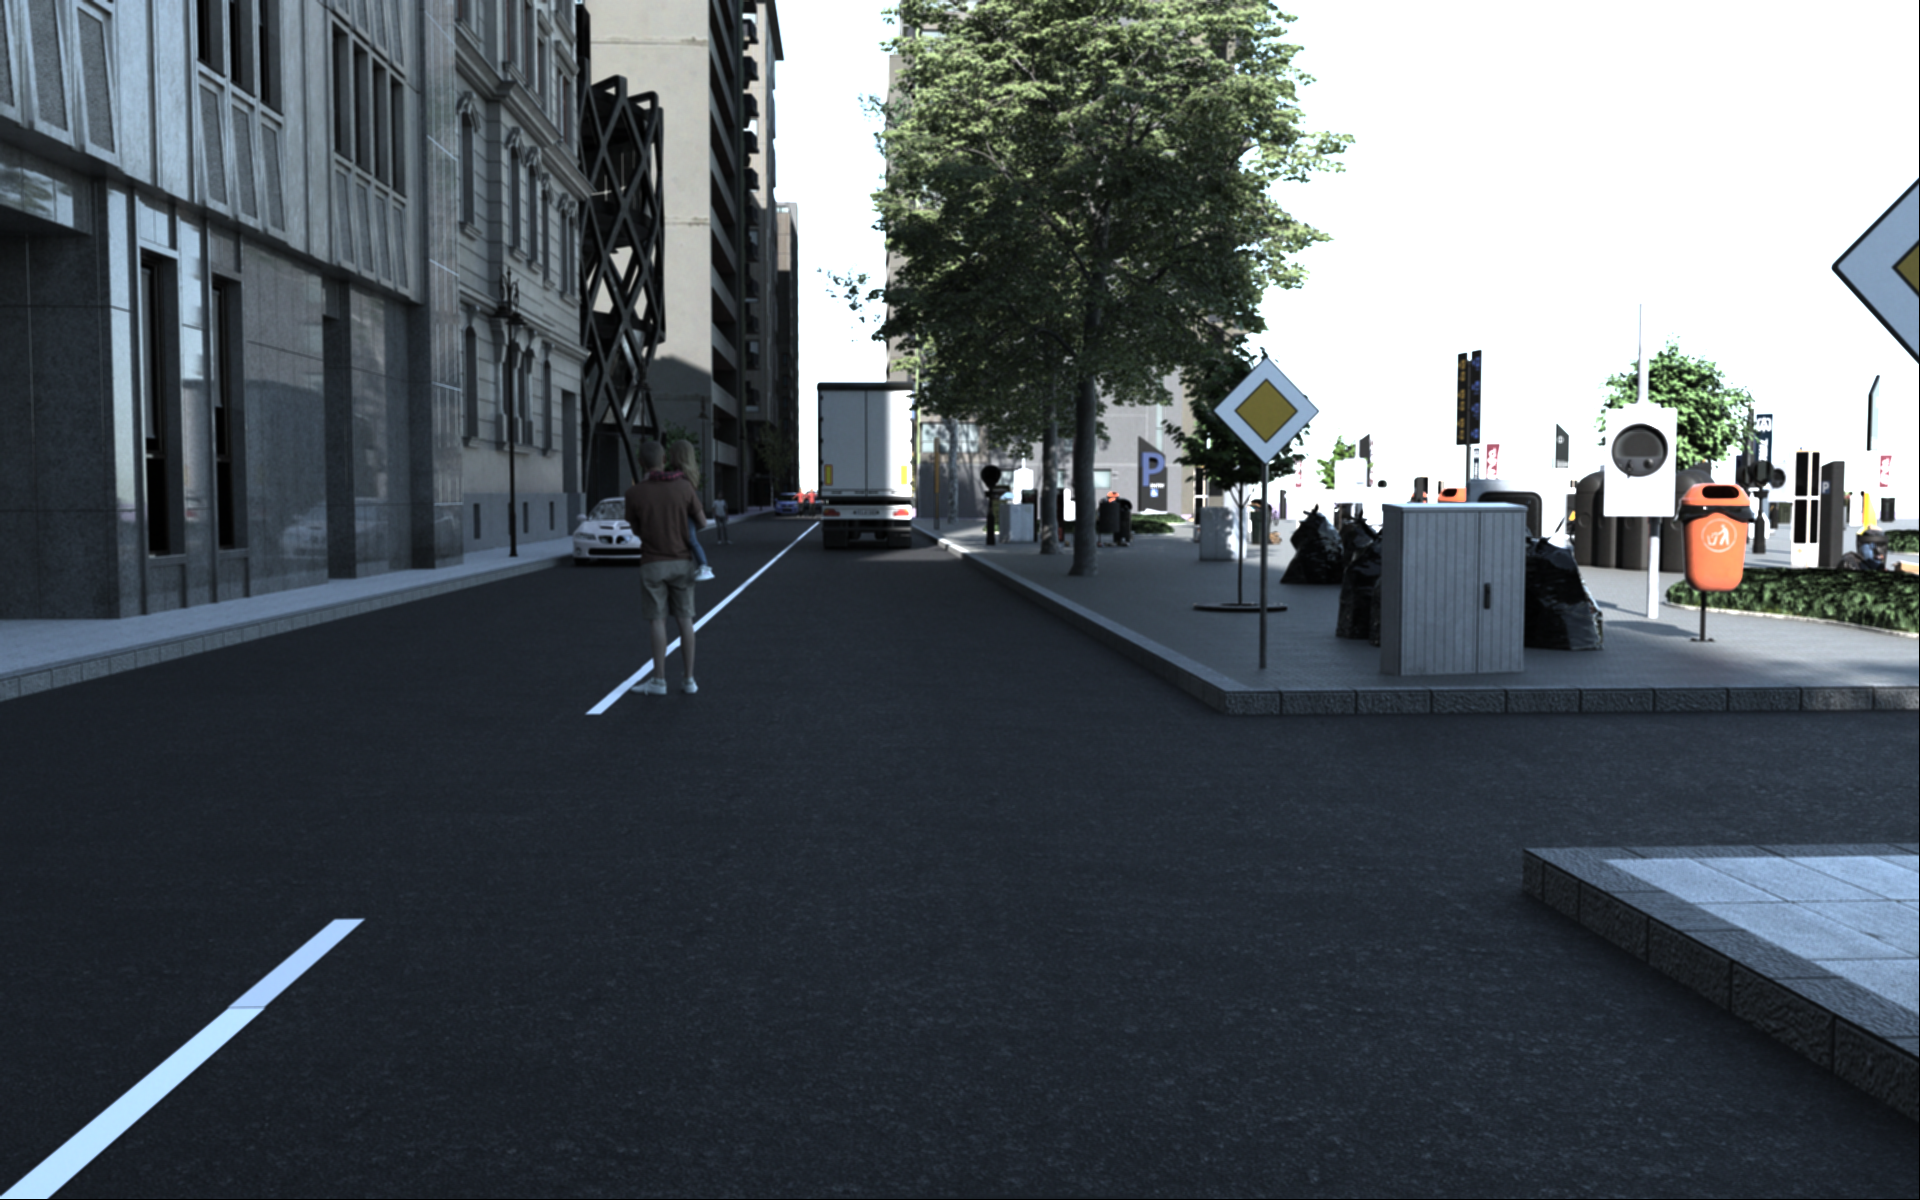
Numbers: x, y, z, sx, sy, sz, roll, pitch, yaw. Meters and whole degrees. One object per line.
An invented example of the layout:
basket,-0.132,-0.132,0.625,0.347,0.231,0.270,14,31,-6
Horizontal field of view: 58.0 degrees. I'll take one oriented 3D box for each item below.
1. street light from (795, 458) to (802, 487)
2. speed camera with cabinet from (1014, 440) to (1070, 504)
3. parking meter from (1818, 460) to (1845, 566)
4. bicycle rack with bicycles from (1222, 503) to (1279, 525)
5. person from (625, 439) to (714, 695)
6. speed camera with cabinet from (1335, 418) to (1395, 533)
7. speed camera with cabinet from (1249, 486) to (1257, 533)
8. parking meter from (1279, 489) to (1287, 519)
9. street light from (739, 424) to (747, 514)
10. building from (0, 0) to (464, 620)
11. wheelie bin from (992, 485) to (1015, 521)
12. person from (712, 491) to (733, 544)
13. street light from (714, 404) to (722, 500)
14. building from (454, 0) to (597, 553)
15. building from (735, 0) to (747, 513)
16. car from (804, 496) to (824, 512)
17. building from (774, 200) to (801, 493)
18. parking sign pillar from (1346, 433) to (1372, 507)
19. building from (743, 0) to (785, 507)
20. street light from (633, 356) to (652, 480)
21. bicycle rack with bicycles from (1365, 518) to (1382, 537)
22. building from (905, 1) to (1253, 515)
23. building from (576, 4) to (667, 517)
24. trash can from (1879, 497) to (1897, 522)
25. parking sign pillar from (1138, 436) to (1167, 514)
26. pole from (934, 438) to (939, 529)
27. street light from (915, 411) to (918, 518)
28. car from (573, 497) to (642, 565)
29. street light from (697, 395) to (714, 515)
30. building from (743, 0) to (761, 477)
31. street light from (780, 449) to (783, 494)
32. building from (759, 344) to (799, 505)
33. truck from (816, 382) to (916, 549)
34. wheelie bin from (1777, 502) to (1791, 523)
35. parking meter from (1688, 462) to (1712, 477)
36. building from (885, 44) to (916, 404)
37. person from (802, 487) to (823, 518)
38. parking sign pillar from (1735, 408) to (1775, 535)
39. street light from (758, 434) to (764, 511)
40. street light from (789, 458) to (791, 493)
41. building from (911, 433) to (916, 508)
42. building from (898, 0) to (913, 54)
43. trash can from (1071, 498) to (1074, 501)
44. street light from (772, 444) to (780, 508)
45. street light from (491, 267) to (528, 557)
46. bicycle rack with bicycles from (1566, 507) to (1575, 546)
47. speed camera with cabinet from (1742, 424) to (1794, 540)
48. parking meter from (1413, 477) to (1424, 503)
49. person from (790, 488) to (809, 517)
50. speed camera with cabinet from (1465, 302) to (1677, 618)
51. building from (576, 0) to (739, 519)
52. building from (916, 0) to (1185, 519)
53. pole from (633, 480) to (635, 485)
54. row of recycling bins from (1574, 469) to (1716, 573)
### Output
street light,-20.529,-14.992,217.901,0.468,5.910,1.993,0,4,-4
speed camera with cabinet,3.029,-4.270,64.157,2.038,3.252,0.660,0,4,0
parking meter,15.192,-1.499,30.217,0.255,1.863,0.399,-1,4,-11
bicycle rack with bicycles,11.808,-3.558,71.562,2.852,0.926,2.925,0,4,1
person,-2.080,-0.248,12.523,0.573,1.828,0.580,2,4,26
speed camera with cabinet,10.634,-3.127,45.456,2.038,3.252,0.660,-3,5,-44
speed camera with cabinet,9.443,-3.867,57.556,0.660,3.252,2.038,1,4,19
parking meter,16.530,-4.905,88.608,0.372,1.533,0.369,0,3,0
street light,-14.002,-8.481,111.457,0.468,5.910,1.993,0,4,-4
building,-14.484,-12.400,20.765,12.078,24.808,19.932,0,4,-4
wheelie bin,1.455,-3.220,60.554,0.980,1.594,0.693,1,4,18
person,-6.824,-2.360,49.687,0.523,1.515,0.503,3,4,38
street light,-12.460,-7.089,88.688,0.468,5.910,1.993,0,4,-4
building,-17.290,-15.591,42.296,14.401,28.519,23.554,0,4,-4
building,-21.784,-26.409,115.378,14.154,41.232,14.086,0,4,-4
car,-11.701,-7.672,137.437,2.014,1.417,4.499,0,4,-6
building,-29.018,-33.712,234.790,14.154,41.232,14.086,0,4,-4
parking sign pillar,17.536,-5.392,76.632,1.447,3.967,1.447,2,4,33
building,-33.237,-36.312,182.934,28.713,52.752,27.495,0,4,-4
street light,-10.629,-5.220,58.131,0.468,5.910,1.993,0,4,-4
bicycle rack with bicycles,10.371,-1.536,38.499,2.852,0.926,2.925,-3,5,-42
building,7.474,-28.379,118.619,22.147,44.769,28.867,0,4,-4
building,-19.354,-11.939,62.650,16.820,18.784,16.811,0,4,-4
trash can,42.807,-4.175,79.910,0.748,1.137,0.748,0,3,0
parking sign pillar,8.989,-5.648,80.813,1.447,3.967,1.447,-1,4,-14
pole,-0.842,-4.213,62.728,0.158,3.312,0.155,0,3,0
street light,-2.354,-7.435,94.355,0.468,5.910,1.993,0,4,-4
car,-6.917,-1.472,36.421,2.083,1.381,4.827,0,4,-3
street light,-11.947,-6.602,80.723,0.468,5.910,1.993,0,4,-4
building,-27.396,-29.528,137.414,22.147,44.769,28.867,0,4,-4
street light,-17.720,-12.165,171.693,0.468,5.910,1.993,0,4,-4
building,-34.263,-22.538,213.532,27.650,21.520,28.899,0,4,-4
truck,-2.576,-3.664,48.816,2.839,4.237,11.283,0,4,-2
wheelie bin,36.359,-4.179,76.240,0.980,1.594,0.693,1,4,20
parking meter,13.446,-1.580,31.543,0.399,1.863,0.255,-2,4,-25
building,2.878,-34.311,184.684,21.300,48.544,21.600,0,4,-4
person,-8.869,-5.842,103.947,1.348,1.831,0.705,-1,4,-19
parking sign pillar,25.041,-4.056,54.782,1.447,3.967,1.447,1,4,15
street light,-15.465,-9.884,134.389,0.468,5.910,1.993,0,4,-4
street light,-19.210,-13.592,195.017,0.468,5.910,1.993,0,4,-4
building,5.439,-51.039,147.154,22.319,86.520,31.000,0,4,-4
building,-0.038,-48.788,235.941,20.563,71.187,20.611,0,4,-4
trash can,4.593,-3.330,66.093,0.748,1.137,0.748,0,3,0
street light,-16.824,-11.266,156.978,0.468,5.910,1.993,0,4,-4
street light,-9.162,-3.827,35.356,0.468,5.910,1.993,0,4,-4
bicycle rack with bicycles,16.008,-2.033,46.626,2.852,0.926,2.925,0,4,6
speed camera with cabinet,22.893,-3.361,49.294,0.660,3.252,2.038,-2,4,-24
parking meter,15.296,-3.186,57.795,0.255,1.863,0.399,0,4,-1
person,-10.096,-6.201,109.820,1.348,1.831,0.705,0,4,3
speed camera with cabinet,6.369,-1.453,18.088,2.038,3.252,0.660,1,4,23
building,-23.933,-28.941,96.889,21.300,48.544,21.600,0,4,-4
building,4.487,-25.270,96.752,14.154,41.232,14.086,0,4,-4
pole,-15.749,-5.508,83.892,0.158,3.312,0.155,0,3,0
row of recycling bins,11.660,-1.377,29.632,1.069,1.692,3.534,-1,4,-10
